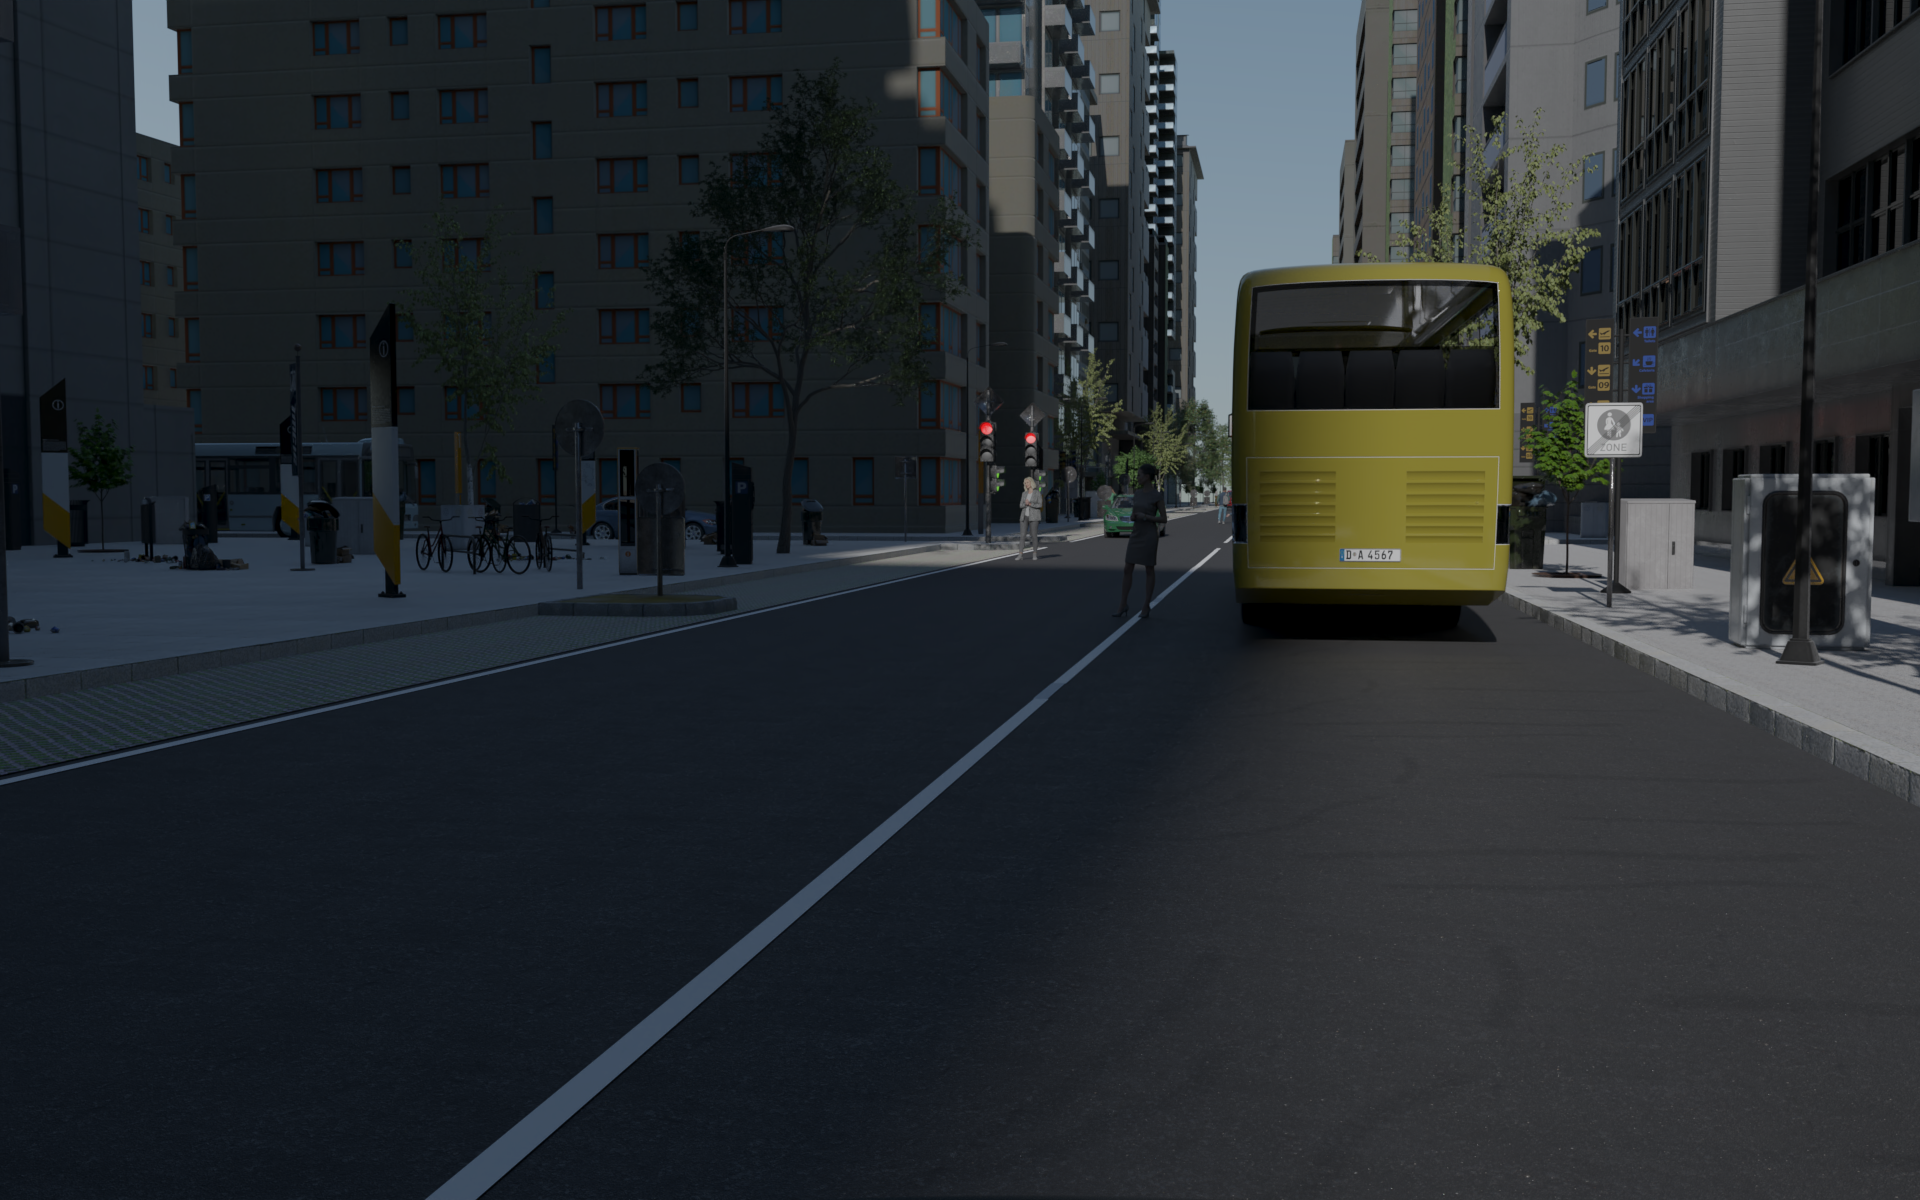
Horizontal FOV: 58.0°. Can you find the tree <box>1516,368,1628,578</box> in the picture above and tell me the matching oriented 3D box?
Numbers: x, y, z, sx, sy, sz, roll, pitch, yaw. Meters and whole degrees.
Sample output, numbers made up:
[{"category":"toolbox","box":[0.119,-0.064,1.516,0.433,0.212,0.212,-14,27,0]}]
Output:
[{"category":"tree","box":[9.532,-1.963,26.704,1.663,3.219,1.824,0,3,0]}]

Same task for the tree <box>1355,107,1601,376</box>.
[{"category":"tree","box":[10.030,-5.059,33.085,4.737,8.622,4.395,0,3,0]}]

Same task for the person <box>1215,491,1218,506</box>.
[{"category":"person","box":[27.204,-10.637,183.143,0.721,1.736,1.217,2,4,29]}]

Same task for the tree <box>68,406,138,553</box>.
[{"category":"tree","box":[-19.030,-2.659,38.081,1.663,3.219,1.824,0,3,0]}]

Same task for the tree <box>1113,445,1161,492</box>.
[{"category":"tree","box":[11.875,-8.103,116.195,4.285,4.588,4.351,0,3,0]}]

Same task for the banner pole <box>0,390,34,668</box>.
[{"category":"banner pole","box":[-7.356,-1.403,12.964,0.863,3.779,0.401,2,4,30]}]

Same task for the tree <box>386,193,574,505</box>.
[{"category":"tree","box":[-12.083,-5.692,43.420,4.737,8.622,4.395,0,3,0]}]

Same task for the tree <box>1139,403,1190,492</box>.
[{"category":"tree","box":[16.288,-11.583,139.739,4.737,8.622,4.395,0,3,0]}]

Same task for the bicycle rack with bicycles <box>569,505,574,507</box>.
[{"category":"bicycle rack with bicycles","box":[-11.604,-2.665,56.955,2.852,0.926,2.925,0,4,-3]}]

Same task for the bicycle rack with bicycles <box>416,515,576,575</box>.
[{"category":"bicycle rack with bicycles","box":[-7.506,-0.932,28.625,2.852,0.926,2.925,-2,4,-31]}]

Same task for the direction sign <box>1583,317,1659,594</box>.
[{"category":"direction sign","box":[8.514,-1.858,22.376,0.876,3.537,0.379,2,4,23]}]

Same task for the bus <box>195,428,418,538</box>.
[{"category":"bus","box":[-22.639,-3.598,53.689,13.247,3.499,2.948,1,4,12]}]

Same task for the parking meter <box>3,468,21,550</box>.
[{"category":"parking meter","box":[-21.661,-2.068,39.524,0.255,1.863,0.399,0,4,4]}]

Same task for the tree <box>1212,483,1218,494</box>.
[{"category":"tree","box":[38.798,-16.512,264.564,1.663,3.219,1.824,0,3,0]}]

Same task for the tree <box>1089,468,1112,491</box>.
[{"category":"tree","box":[10.187,-8.044,126.120,1.663,3.219,1.824,0,3,0]}]

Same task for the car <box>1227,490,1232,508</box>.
[{"category":"car","box":[24.357,-8.831,153.052,2.281,1.827,5.304,1,4,9]}]

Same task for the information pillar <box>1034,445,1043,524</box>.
[{"category":"information pillar","box":[3.369,-5.115,74.991,0.504,3.616,0.183,-2,4,-31]}]

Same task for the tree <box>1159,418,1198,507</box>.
[{"category":"tree","box":[21.256,-13.265,167.248,4.360,8.622,3.978,0,3,0]}]

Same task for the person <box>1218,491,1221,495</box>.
[{"category":"person","box":[32.147,-12.576,214.208,1.348,1.812,0.705,-3,5,-40]}]

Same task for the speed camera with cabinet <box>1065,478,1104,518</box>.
[{"category":"speed camera with cabinet","box":[6.647,-5.996,92.368,2.038,3.252,0.660,0,4,7]}]

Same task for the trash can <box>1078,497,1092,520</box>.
[{"category":"trash can","box":[6.212,-4.570,86.369,0.748,1.137,0.748,0,3,0]}]

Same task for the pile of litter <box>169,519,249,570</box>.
[{"category":"pile of litter","box":[-12.875,-0.960,29.669,1.176,0.858,1.719,-3,4,-36]}]

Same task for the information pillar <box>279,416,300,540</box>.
[{"category":"information pillar","box":[-18.622,-3.474,48.154,0.504,3.616,0.183,0,4,-3]}]

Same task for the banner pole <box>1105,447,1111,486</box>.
[{"category":"banner pole","box":[7.976,-6.318,93.314,0.401,3.779,0.863,-1,4,-16]}]

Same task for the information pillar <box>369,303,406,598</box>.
[{"category":"information pillar","box":[-7.118,-1.841,21.460,0.504,3.616,0.183,3,5,41]}]

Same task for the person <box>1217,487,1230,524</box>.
[{"category":"person","box":[12.775,-4.599,84.036,0.623,1.781,0.721,0,4,4]}]

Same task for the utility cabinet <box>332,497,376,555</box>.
[{"category":"utility cabinet","box":[-12.812,-1.569,36.814,1.020,1.237,0.306,1,4,13]}]

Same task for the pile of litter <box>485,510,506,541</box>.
[{"category":"pile of litter","box":[-13.058,-2.053,47.539,1.176,0.858,1.719,-2,4,-32]}]

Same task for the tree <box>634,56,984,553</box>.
[{"category":"tree","box":[-3.516,-6.273,36.970,7.601,10.594,8.767,2,4,24]}]

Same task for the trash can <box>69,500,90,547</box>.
[{"category":"trash can","box":[-21.627,-1.873,42.279,0.748,1.137,0.748,0,3,0]}]

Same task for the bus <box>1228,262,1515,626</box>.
[{"category":"bus","box":[4.758,-1.850,21.796,2.896,3.916,12.252,1,4,9]}]

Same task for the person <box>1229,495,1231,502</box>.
[{"category":"person","box":[19.334,-6.946,121.837,0.659,1.850,0.755,3,4,38]}]

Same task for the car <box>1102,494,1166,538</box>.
[{"category":"car","box":[5.890,-2.832,58.099,2.131,1.459,4.920,1,4,10]}]

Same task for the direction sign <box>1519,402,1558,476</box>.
[{"category":"direction sign","box":[14.287,-3.109,42.836,0.876,3.537,0.379,2,4,26]}]

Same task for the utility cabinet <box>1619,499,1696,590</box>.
[{"category":"utility cabinet","box":[9.400,-0.750,23.428,1.020,1.237,0.306,-1,4,-11]}]

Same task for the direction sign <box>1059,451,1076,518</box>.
[{"category":"direction sign","box":[5.693,-6.099,91.710,0.876,3.537,0.379,0,4,-4]}]

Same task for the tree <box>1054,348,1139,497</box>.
[{"category":"tree","box":[6.212,-8.420,88.023,4.737,8.622,4.395,0,3,0]}]

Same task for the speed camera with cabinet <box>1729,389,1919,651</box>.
[{"category":"speed camera with cabinet","box":[7.522,-1.219,14.269,2.038,3.252,0.660,1,4,13]}]

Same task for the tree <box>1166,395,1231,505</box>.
[{"category":"tree","box":[27.154,-17.396,201.424,9.611,12.733,9.660,0,3,0]}]

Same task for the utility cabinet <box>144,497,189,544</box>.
[{"category":"utility cabinet","box":[-20.228,-2.020,44.185,1.020,1.237,0.306,0,4,-3]}]

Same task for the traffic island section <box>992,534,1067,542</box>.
[{"category":"traffic island section","box":[2.185,-1.891,53.203,2.009,0.180,2.903,1,4,11]}]

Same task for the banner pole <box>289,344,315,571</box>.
[{"category":"banner pole","box":[-11.156,-2.393,29.143,0.401,3.779,0.863,-2,4,-33]}]

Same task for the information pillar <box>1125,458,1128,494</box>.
[{"category":"information pillar","box":[10.804,-7.389,112.157,0.183,3.616,0.504,-1,4,-9]}]

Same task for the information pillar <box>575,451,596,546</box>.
[{"category":"information pillar","box":[-9.343,-3.168,43.151,0.504,3.616,0.183,0,4,0]}]

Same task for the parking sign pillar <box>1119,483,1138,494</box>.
[{"category":"parking sign pillar","box":[11.997,-8.244,123.260,1.447,3.967,1.447,1,4,21]}]

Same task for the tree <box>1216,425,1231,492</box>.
[{"category":"tree","box":[42.926,-22.392,284.227,7.486,12.596,7.792,0,3,0]}]

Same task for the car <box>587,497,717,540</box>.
[{"category":"car","box":[-8.861,-2.339,50.250,4.499,1.417,2.014,1,4,12]}]

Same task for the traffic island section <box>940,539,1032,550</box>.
[{"category":"traffic island section","box":[0.721,-1.411,45.353,2.009,0.180,2.903,1,4,11]}]

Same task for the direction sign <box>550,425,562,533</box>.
[{"category":"direction sign","box":[-13.319,-3.978,57.035,0.379,3.537,0.876,0,4,-4]}]

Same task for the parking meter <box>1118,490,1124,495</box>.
[{"category":"parking meter","box":[10.279,-6.248,110.559,0.372,1.533,0.369,0,3,0]}]

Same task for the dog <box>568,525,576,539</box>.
[{"category":"dog","box":[-11.402,-1.976,51.601,0.406,0.507,0.540,1,4,10]}]

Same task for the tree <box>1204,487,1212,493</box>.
[{"category":"tree","box":[31.627,-14.266,227.847,1.663,3.219,1.824,0,3,0]}]

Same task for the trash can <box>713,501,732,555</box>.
[{"category":"trash can","box":[-4.882,-1.544,36.898,0.748,1.137,0.748,0,3,0]}]

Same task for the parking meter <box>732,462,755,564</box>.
[{"category":"parking meter","box":[-3.953,-1.584,31.615,0.399,1.863,0.255,0,4,0]}]

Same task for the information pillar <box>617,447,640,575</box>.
[{"category":"information pillar","box":[-5.243,-1.403,27.436,0.304,2.012,0.304,0,4,-2]}]

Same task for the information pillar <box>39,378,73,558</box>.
[{"category":"information pillar","box":[-18.161,-2.656,34.781,0.504,3.616,0.183,-2,4,-35]}]

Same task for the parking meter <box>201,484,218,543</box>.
[{"category":"parking meter","box":[-19.649,-2.259,45.338,0.372,1.533,0.369,0,3,0]}]

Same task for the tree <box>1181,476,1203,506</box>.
[{"category":"tree","box":[28.357,-13.277,211.687,1.663,3.219,1.824,0,3,0]}]
